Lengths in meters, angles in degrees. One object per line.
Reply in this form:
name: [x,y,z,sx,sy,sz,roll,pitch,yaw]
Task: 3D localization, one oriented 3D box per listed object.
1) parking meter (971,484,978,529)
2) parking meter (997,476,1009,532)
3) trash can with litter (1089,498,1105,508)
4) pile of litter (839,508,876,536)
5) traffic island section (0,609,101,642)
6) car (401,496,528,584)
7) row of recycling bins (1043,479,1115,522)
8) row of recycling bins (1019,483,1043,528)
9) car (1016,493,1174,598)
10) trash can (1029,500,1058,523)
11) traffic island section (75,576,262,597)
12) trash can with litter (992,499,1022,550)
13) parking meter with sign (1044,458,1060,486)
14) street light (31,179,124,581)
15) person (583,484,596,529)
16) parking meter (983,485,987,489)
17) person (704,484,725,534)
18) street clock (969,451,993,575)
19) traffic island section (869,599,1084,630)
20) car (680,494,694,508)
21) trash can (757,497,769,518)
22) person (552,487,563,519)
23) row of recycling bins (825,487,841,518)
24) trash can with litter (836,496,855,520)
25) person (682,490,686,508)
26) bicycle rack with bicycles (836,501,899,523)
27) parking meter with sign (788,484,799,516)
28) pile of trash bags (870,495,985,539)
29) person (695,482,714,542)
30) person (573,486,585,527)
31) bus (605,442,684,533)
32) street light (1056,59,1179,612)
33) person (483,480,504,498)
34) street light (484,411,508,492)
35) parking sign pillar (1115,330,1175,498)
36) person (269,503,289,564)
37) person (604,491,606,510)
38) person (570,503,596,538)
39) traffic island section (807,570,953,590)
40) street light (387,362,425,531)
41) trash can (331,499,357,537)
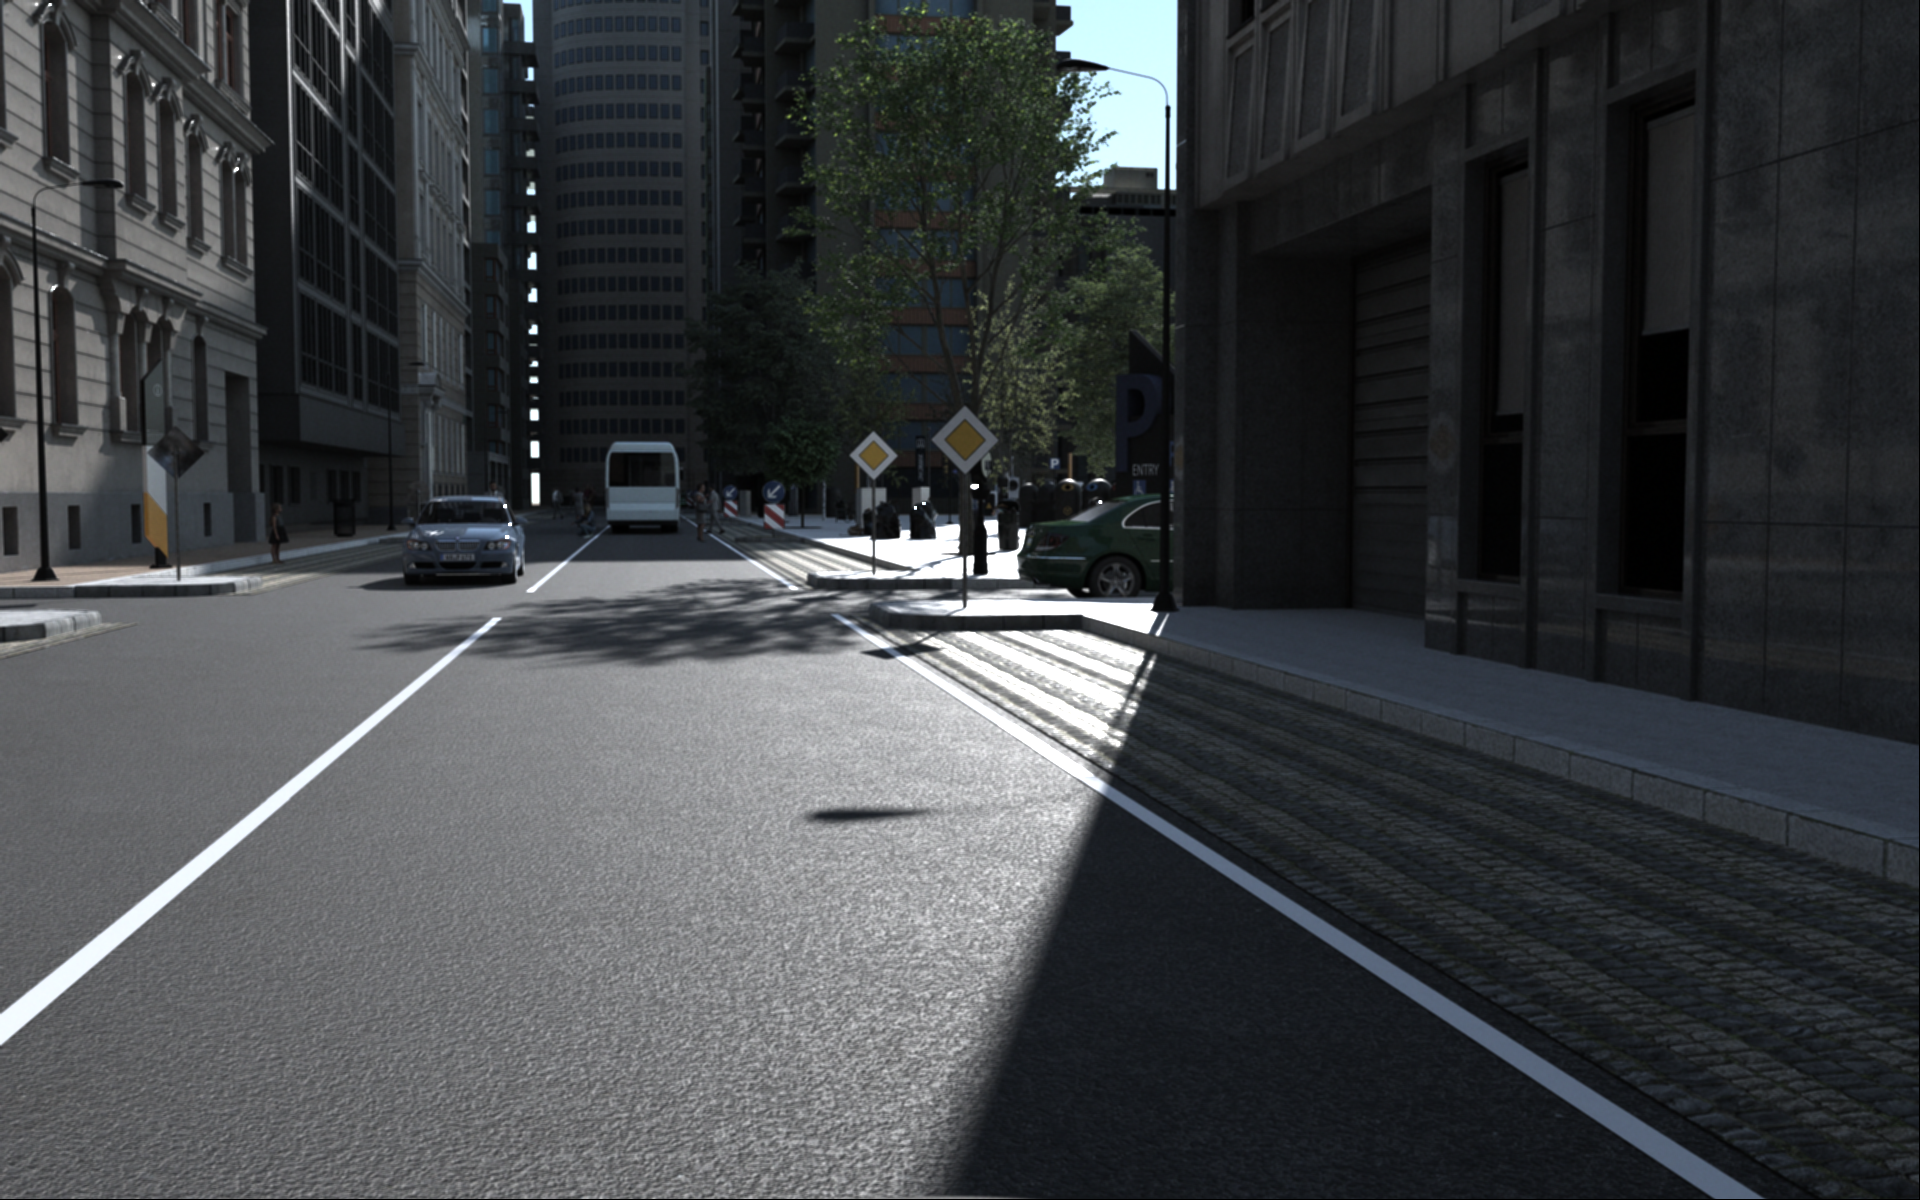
parking meter: [0.336,-2.134,43.295,0.372,1.533,0.369,0,3,0]
parking meter: [1.373,-3.035,55.340,0.255,1.863,0.399,-1,4,-20]
trash can with litter: [2.384,-1.391,33.807,1.678,1.210,2.233,3,4,39]
pile of litter: [-2.965,-2.429,53.675,1.719,0.858,1.176,-1,4,-19]
traffic island section: [-10.154,0.277,17.750,2.009,0.180,2.903,-1,4,-10]
car: [-8.279,-1.046,29.111,2.014,1.417,4.499,-1,4,-12]
row of recycling bins: [4.128,-2.474,47.558,3.534,1.692,1.069,2,4,35]
row of recycling bins: [3.800,-3.583,65.687,3.534,1.692,1.069,2,4,30]
car: [3.211,-0.692,23.117,4.920,1.459,2.131,-1,4,-8]
trash can: [2.084,-1.934,43.281,0.748,1.137,0.748,0,3,0]
traffic island section: [-11.571,-0.204,25.609,2.009,0.180,2.903,-1,4,-10]
trash can with litter: [1.094,-1.742,39.868,0.624,1.170,1.055,0,4,8]
parking meter with sign: [4.415,-5.390,84.384,0.543,3.016,1.738,-1,4,-10]
street light: [-13.032,-3.245,25.599,1.470,5.913,1.316,-1,4,-10]
person: [-15.169,-3.829,71.083,0.580,1.828,0.573,1,4,11]
parking meter: [1.338,-5.473,95.194,0.399,1.863,0.255,0,4,-5]
person: [-8.830,-3.266,62.175,0.850,1.792,0.678,1,4,11]
street clock: [0.328,-1.409,27.605,0.358,2.002,0.471,2,4,24]
traffic island section: [0.074,0.165,19.583,2.009,0.180,2.903,-1,4,-10]
car: [-26.166,-9.504,164.183,1.959,1.807,4.718,-1,4,-10]
trash can: [-10.686,-5.040,94.052,0.748,1.137,0.748,0,3,0]
person: [-22.997,-5.529,99.002,0.850,1.850,0.679,3,4,39]
row of recycling bins: [-7.144,-5.459,96.363,1.069,1.692,3.534,0,4,-5]
trash can with litter: [-5.670,-4.596,86.540,1.055,1.170,0.624,1,4,15]
person: [-26.909,-9.758,167.918,0.709,1.838,0.599,2,4,34]
bicycle rack with bicycles: [-4.116,-3.939,77.777,2.852,0.926,2.925,2,4,34]
parking meter with sign: [-9.766,-6.449,101.696,0.543,3.016,1.738,0,4,4]
pile of trash bags: [-0.955,-2.457,49.916,3.447,1.369,1.912,1,4,16]
person: [-7.736,-2.651,52.210,0.532,1.782,0.716,0,4,3]
person: [-16.491,-4.075,75.483,0.716,1.782,0.532,0,4,-2]
bus: [-12.245,-4.449,67.598,2.948,3.499,13.247,-1,4,-9]
street light: [1.712,-2.827,18.763,1.470,5.913,1.316,-1,4,-10]
person: [-11.945,-2.178,44.377,0.678,1.792,0.850,-1,4,-18]
street light: [-25.929,-7.596,96.732,1.470,5.913,1.316,-1,4,-10]
parking sign pillar: [3.051,-2.411,27.887,1.447,3.967,1.447,-2,4,-31]
person: [-13.959,-1.366,35.498,0.373,1.253,0.362,1,4,9]
person: [-31.059,-8.745,152.270,0.721,1.735,1.217,-2,4,-29]
person: [-12.229,-2.602,56.535,0.738,1.151,1.012,-2,4,-29]
traffic island section: [-1.343,-0.316,27.442,2.009,0.180,2.903,-1,4,-10]
street light: [-19.508,-5.410,60.996,1.470,5.913,1.316,-1,4,-10]
trash can: [-18.477,-2.467,51.988,0.748,1.137,0.748,0,3,0]
